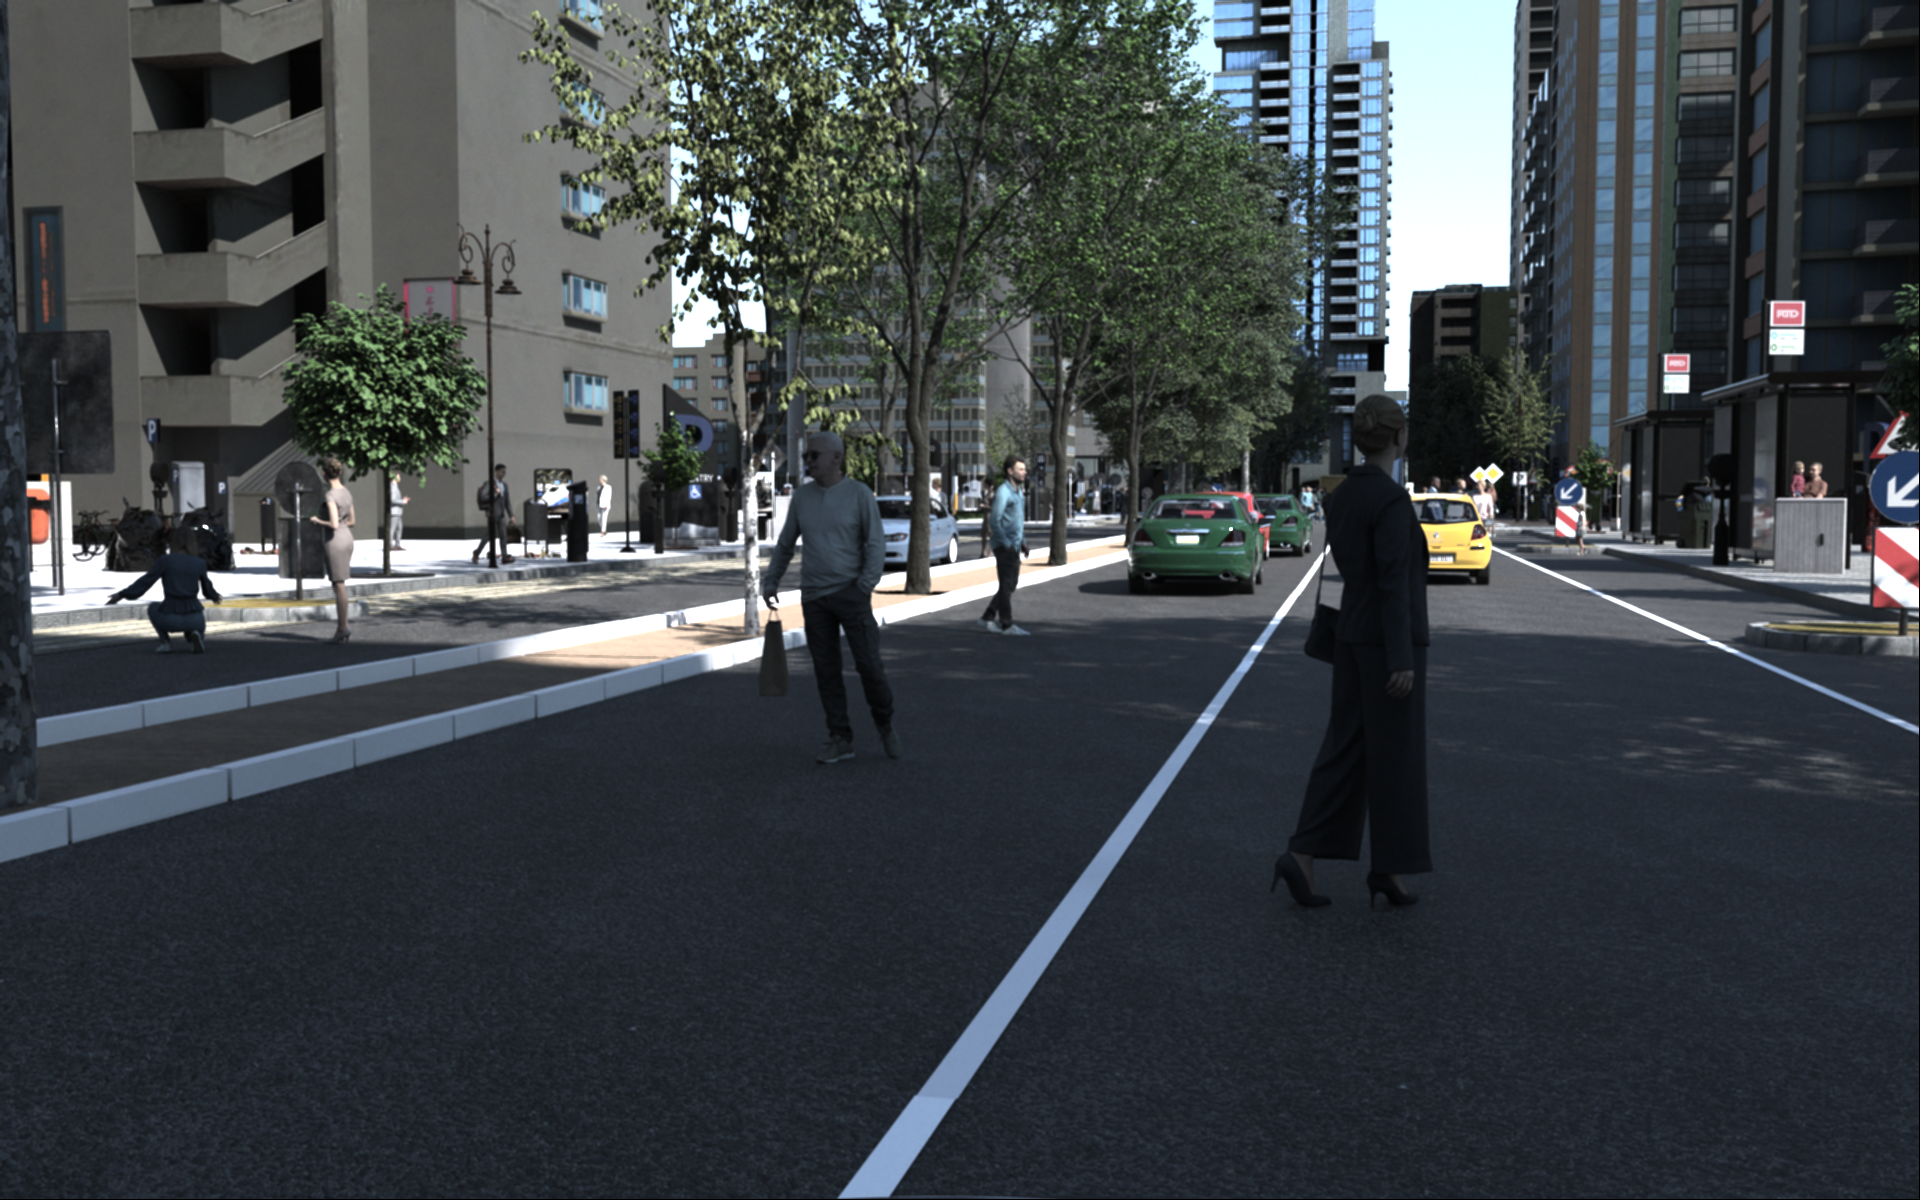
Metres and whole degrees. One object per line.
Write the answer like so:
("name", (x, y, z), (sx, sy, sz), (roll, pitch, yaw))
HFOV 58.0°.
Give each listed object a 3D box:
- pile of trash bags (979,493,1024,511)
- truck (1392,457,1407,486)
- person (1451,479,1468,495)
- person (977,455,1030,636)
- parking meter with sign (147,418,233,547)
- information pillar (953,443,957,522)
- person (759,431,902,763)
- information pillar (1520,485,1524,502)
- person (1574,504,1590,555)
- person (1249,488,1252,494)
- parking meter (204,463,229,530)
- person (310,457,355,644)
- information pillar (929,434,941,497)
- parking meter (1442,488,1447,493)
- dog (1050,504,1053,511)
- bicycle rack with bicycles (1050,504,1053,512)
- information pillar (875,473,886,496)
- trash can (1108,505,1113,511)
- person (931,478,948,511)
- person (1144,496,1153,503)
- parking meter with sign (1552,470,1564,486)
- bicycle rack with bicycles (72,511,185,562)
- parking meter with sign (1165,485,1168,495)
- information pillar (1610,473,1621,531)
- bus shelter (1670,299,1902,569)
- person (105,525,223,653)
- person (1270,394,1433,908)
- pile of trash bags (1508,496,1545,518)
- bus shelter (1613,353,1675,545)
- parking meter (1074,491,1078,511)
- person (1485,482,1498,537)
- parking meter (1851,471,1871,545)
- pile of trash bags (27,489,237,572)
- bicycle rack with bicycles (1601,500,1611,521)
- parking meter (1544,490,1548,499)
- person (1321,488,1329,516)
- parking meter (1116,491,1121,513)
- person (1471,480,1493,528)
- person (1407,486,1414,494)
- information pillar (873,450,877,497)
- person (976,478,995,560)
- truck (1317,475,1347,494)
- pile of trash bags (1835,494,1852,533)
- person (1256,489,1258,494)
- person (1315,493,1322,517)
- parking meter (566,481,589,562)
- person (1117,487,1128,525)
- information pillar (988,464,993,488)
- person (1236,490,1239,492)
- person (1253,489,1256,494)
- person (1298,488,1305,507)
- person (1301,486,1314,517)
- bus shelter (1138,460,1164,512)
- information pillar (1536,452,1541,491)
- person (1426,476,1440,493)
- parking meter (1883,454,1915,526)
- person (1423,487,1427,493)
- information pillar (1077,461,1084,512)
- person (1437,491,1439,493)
("pile of trash bags", (2.548, -5.618, 101.599), (1.912, 1.369, 3.447), (-3, 5, -40))
("truck", (28.715, -7.802, 117.329), (2.967, 4.110, 18.799), (1, 4, 14))
("person", (11.276, -1.858, 39.292), (0.576, 1.772, 0.534), (-3, 5, -42))
("person", (0.445, -0.560, 17.678), (0.620, 1.820, 0.660), (1, 4, 16))
("parking meter with sign", (-18.075, -2.720, 40.726), (0.543, 3.016, 1.738), (3, 5, 43))
("information pillar", (-0.233, -5.394, 79.554), (0.183, 3.616, 0.504), (-1, 4, -18))
("person", (-0.738, -0.022, 9.345), (0.782, 1.767, 0.515), (1, 4, 20))
("information pillar", (35.965, -6.495, 110.677), (0.304, 2.012, 0.304), (2, 4, 27))
("person", (14.589, -1.652, 40.526), (0.382, 1.210, 0.505), (1, 4, 11))
("person", (21.129, -7.222, 126.349), (0.755, 1.850, 0.659), (0, 4, -2))
("parking meter", (-14.025, -1.651, 32.698), (0.255, 1.863, 0.399), (1, 4, 14))
("person", (-5.994, -0.473, 16.578), (0.374, 1.781, 0.599), (0, 4, 1))
("information pillar", (-0.990, -4.666, 67.649), (0.504, 3.616, 0.183), (0, 4, 4))
("parking meter", (40.791, -8.568, 145.796), (0.255, 1.863, 0.399), (-1, 4, -12))
("dog", (7.004, -7.217, 132.375), (0.800, 0.831, 0.513), (-1, 4, -11))
("bicycle rack with bicycles", (4.878, -6.684, 122.673), (2.925, 0.926, 2.852), (2, 4, 24))
("information pillar", (-2.728, -3.379, 59.738), (0.304, 2.012, 0.304), (1, 4, 15))
("trash can", (11.512, -7.308, 131.132), (0.748, 1.137, 0.748), (0, 3, 0))
("person", (-0.491, -1.743, 37.345), (0.694, 1.780, 0.624), (-3, 4, -36))
("person", (11.393, -5.862, 104.768), (0.576, 1.772, 0.534), (-2, 4, -27))
("parking meter with sign", (43.497, -7.961, 126.427), (1.738, 3.016, 0.543), (-3, 4, -38))
("bicycle rack with bicycles", (-15.772, -1.214, 33.224), (2.852, 0.926, 2.925), (1, 4, 16))
("parking meter with sign", (16.965, -8.790, 139.974), (1.738, 3.016, 0.543), (-2, 4, -27))
("information pillar", (22.702, -3.385, 59.832), (0.304, 2.012, 0.304), (-2, 4, -30))
("bus shelter", (15.830, -3.424, 33.618), (2.179, 5.291, 8.768), (1, 4, 13))
("person", (-7.179, -0.103, 15.685), (1.012, 1.151, 0.738), (-2, 4, -30))
("person", (1.403, 0.181, 5.961), (0.534, 1.772, 0.576), (-3, 4, -37))
("pile of trash bags", (29.530, -5.049, 92.307), (3.447, 1.369, 1.912), (2, 4, 31))
("bus shelter", (19.168, -4.257, 47.226), (2.179, 5.291, 8.768), (1, 4, 13))
("parking meter", (8.580, -7.299, 127.750), (0.372, 1.533, 0.369), (0, 3, 0))
("person", (17.821, -3.044, 58.246), (0.573, 1.828, 0.580), (1, 4, 15))
("parking meter", (22.751, -2.322, 43.675), (0.255, 1.863, 0.399), (-2, 4, -34))
("pile of trash bags", (-13.974, -1.180, 29.040), (3.447, 1.369, 1.912), (-1, 4, -18))
("bicycle rack with bicycles", (33.506, -4.933, 94.035), (2.852, 0.926, 2.925), (-3, 4, -37))
("parking meter", (34.755, -5.757, 102.538), (0.372, 1.533, 0.369), (0, 3, 0))
("person", (23.169, -6.235, 110.352), (0.656, 1.842, 0.836), (-2, 4, -24))
("parking meter", (10.995, -6.842, 120.275), (0.372, 1.533, 0.369), (0, 3, 0))
("person", (11.105, -1.720, 37.298), (0.731, 1.740, 0.598), (1, 4, 20))
("person", (20.930, -4.401, 80.680), (0.478, 1.798, 0.641), (1, 4, 14))
("information pillar", (-3.673, -5.334, 78.565), (0.504, 3.616, 0.183), (1, 4, 10))
("person", (0.573, -1.743, 37.342), (0.374, 1.781, 0.599), (-1, 4, -14))
("truck", (37.445, -10.864, 173.546), (3.469, 3.379, 9.791), (1, 4, 14))
("pile of trash bags", (30.043, -2.954, 58.042), (1.912, 1.369, 3.447), (0, 4, 7))
("person", (18.440, -5.980, 106.441), (0.661, 1.801, 0.590), (-3, 5, -45))
("person", (22.530, -6.133, 108.961), (0.511, 1.800, 0.466), (1, 4, 11))
("parking meter", (-7.226, -1.482, 32.638), (0.372, 1.533, 0.369), (0, 3, 0))
("person", (7.559, -4.370, 80.373), (0.534, 1.772, 0.576), (2, 4, 29))
("information pillar", (2.314, -8.716, 133.857), (0.183, 3.616, 0.504), (-3, 5, -42))
("person", (20.916, -7.460, 131.139), (0.598, 1.740, 0.731), (-1, 4, -18))
("person", (22.328, -7.481, 130.912), (0.778, 1.811, 0.616), (1, 4, 12))
("person", (18.055, -5.022, 91.004), (0.834, 1.777, 0.661), (-1, 4, -15))
("person", (16.425, -4.499, 82.083), (0.660, 1.820, 0.620), (-2, 4, -32))
("bus shelter", (13.723, -8.118, 124.019), (1.731, 3.624, 6.357), (1, 4, 13))
("information pillar", (31.910, -6.372, 95.541), (0.183, 3.616, 0.504), (0, 4, 5))
("person", (9.909, -1.683, 36.207), (0.419, 1.800, 0.721), (1, 4, 16))
("parking meter", (13.758, -1.200, 25.336), (0.255, 1.863, 0.399), (-3, 4, -38))
("person", (23.682, -4.865, 88.467), (0.534, 1.772, 0.576), (0, 4, 4))
("information pillar", (8.473, -7.987, 121.935), (0.504, 3.616, 0.183), (2, 4, 34))
("person", (27.669, -5.627, 101.099), (0.593, 1.750, 0.643), (0, 4, -1))
